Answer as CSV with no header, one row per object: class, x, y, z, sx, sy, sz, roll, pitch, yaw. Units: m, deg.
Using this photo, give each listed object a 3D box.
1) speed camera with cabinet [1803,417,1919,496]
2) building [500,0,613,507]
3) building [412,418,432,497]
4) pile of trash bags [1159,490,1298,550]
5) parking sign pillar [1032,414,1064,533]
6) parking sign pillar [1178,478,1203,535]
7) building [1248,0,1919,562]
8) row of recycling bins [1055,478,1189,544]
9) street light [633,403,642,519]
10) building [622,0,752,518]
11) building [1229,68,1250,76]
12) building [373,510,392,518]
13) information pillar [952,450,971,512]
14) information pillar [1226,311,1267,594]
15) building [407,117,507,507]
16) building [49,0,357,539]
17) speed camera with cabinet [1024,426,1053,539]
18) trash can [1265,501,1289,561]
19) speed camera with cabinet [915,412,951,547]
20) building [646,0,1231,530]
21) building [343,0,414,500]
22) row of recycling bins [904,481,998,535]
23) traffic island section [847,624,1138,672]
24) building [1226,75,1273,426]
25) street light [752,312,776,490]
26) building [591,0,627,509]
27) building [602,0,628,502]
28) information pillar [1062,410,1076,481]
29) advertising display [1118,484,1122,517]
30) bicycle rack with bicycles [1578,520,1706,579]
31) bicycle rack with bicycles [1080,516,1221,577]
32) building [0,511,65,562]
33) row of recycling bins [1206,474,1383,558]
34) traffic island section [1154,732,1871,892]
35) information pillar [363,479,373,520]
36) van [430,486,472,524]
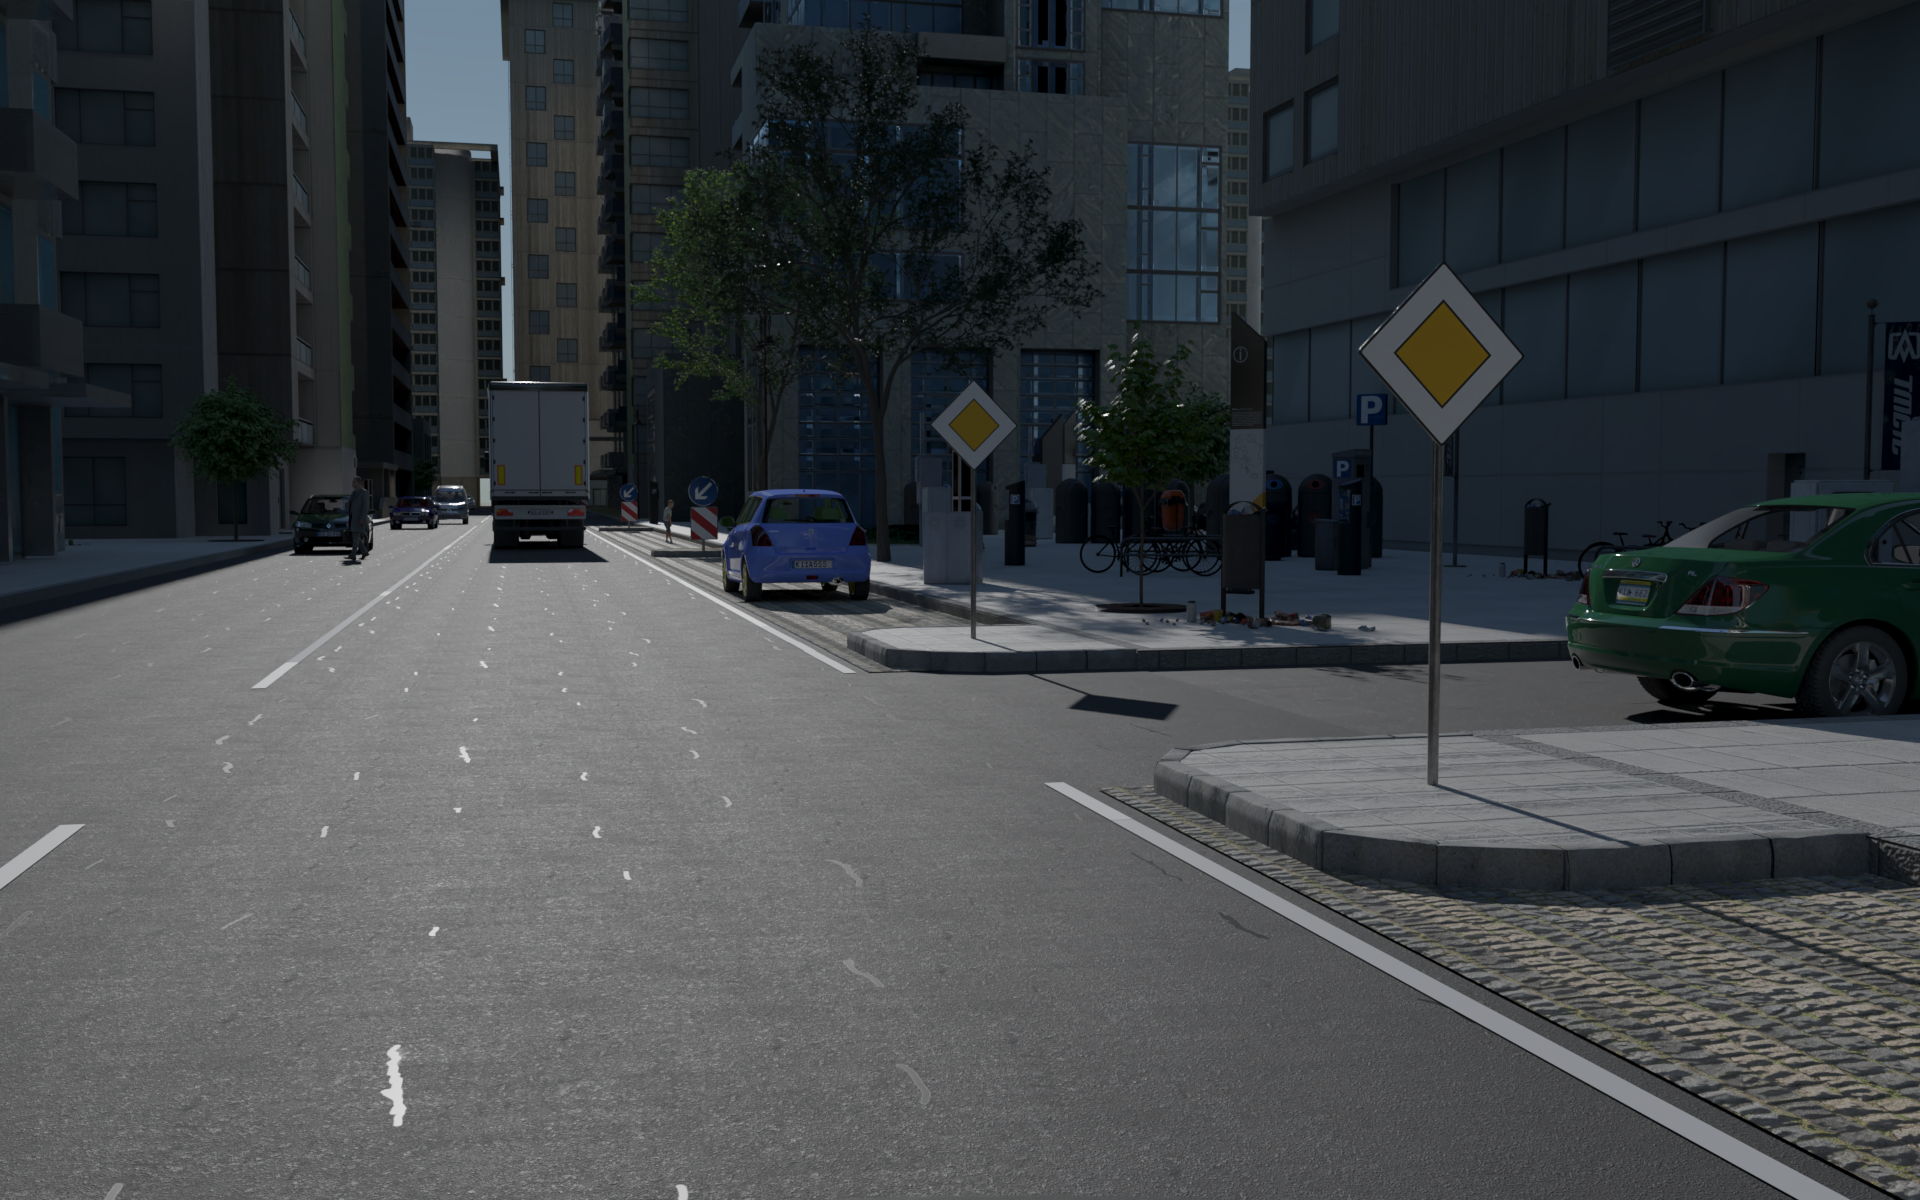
speed camera with cabinet,10.954,-1.599,20.486,2.038,3.252,0.660,0,4,-5
building,-34.314,-36.415,184.618,27.495,52.752,28.713,-1,4,-14
building,-61.081,-50.785,143.003,31.000,86.520,22.319,-1,4,-14
pile of trash bags,6.252,-1.847,39.943,3.447,1.369,1.912,-1,4,-12
parking sign pillar,2.927,-4.232,57.661,1.447,3.967,1.447,3,4,36
parking sign pillar,6.776,-3.970,53.375,1.447,3.967,1.447,-1,4,-16
building,23.481,-27.269,35.083,27.495,52.752,28.713,-1,4,-14
row of recycling bins,4.260,-2.332,45.241,3.534,1.692,1.069,-1,4,-9
street light,-16.414,-7.063,88.270,0.468,5.910,1.993,-1,4,-14
building,-12.230,-25.425,99.297,14.154,41.232,14.086,-1,4,-14
building,30.697,-29.830,171.322,14.086,41.232,14.154,-1,4,-14
building,-47.805,-24.530,92.951,32.217,40.220,23.993,-1,4,-14
information pillar,0.065,-1.476,28.625,0.304,2.012,0.304,-2,4,-23
information pillar,3.667,-1.883,22.139,0.504,3.616,0.183,3,4,36
building,-59.692,-29.876,180.349,23.993,40.220,32.217,-1,4,-14
building,-27.171,-22.641,53.775,14.154,41.232,14.086,-1,4,-14
speed camera with cabinet,2.289,-3.407,50.044,0.660,3.252,2.038,0,4,-5
trash can,5.968,-1.328,33.373,0.748,1.137,0.748,0,3,0
speed camera with cabinet,-0.630,-2.879,41.410,0.660,3.252,2.038,-1,4,-9
building,-1.499,-46.604,74.654,22.319,86.520,31.000,-1,4,-14
building,-48.851,-30.122,116.202,21.300,48.544,21.600,-1,4,-14
row of recycling bins,-0.301,-2.846,53.652,3.534,1.692,1.069,-3,5,-41
traffic island section,0.137,0.420,15.408,2.009,0.180,2.903,-1,4,-14
building,14.565,-28.481,157.545,23.993,40.220,32.217,-1,4,-14
street light,-4.696,-4.226,41.877,0.468,5.910,1.993,-1,4,-14
building,-19.712,-32.429,149.824,23.786,49.044,30.456,-1,4,-14
building,-13.324,-28.526,121.028,22.147,44.769,28.867,-1,4,-14
information pillar,3.038,-3.475,48.171,0.183,3.616,0.504,3,5,44
advertising display,5.311,-2.964,53.677,0.974,1.923,0.123,-1,4,-20
bicycle rack with bicycles,9.511,-0.576,22.797,2.852,0.926,2.925,-3,5,-45
bicycle rack with bicycles,3.363,-0.875,27.695,2.925,0.926,2.852,1,4,10
building,-26.188,-24.649,22.613,23.786,49.044,30.456,-1,4,-14
row of recycling bins,6.792,-1.724,35.293,3.534,1.692,1.069,1,4,8
traffic island section,2.105,0.894,7.668,2.009,0.180,2.903,-1,4,-14
information pillar,-29.294,-4.968,85.725,0.304,2.012,0.304,1,4,17
van,-24.597,-4.682,83.570,2.013,2.044,4.112,-1,4,-15
